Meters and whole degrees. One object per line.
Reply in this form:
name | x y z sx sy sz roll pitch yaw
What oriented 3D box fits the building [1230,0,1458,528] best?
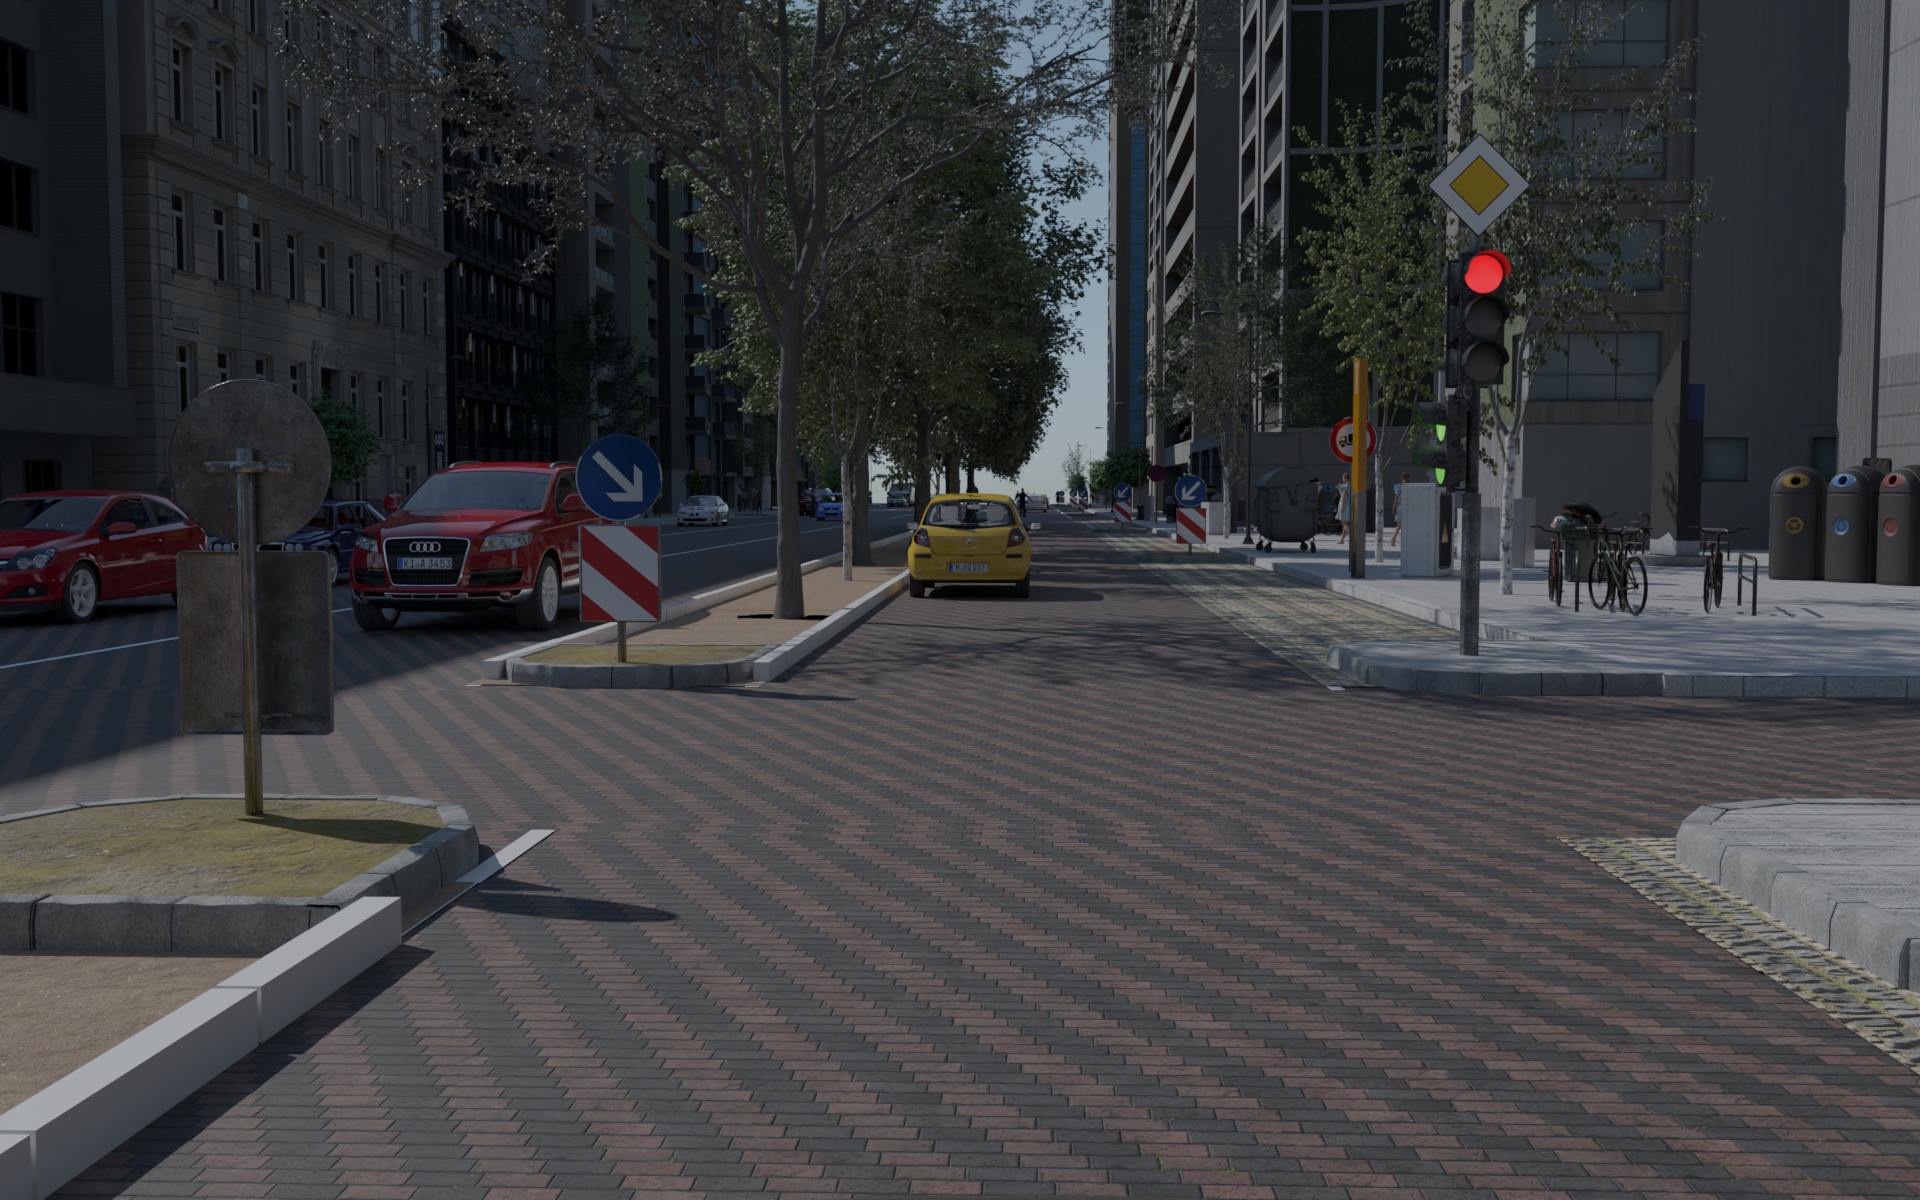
building | 20.744 -38.642 70.045 20.563 71.187 20.611 0 4 2

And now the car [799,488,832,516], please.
car | -9.589 -6.601 116.594 2.281 1.827 5.304 0 4 3

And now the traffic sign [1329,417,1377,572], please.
traffic sign | 6.464 -1.739 28.546 0.768 2.556 0.104 1 4 9

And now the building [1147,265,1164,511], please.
building | 28.291 -17.106 124.720 27.650 21.520 28.899 0 4 2

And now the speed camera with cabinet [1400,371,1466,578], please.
speed camera with cabinet | 7.543 -2.013 27.256 0.660 3.252 2.038 2 4 32

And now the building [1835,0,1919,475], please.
building | 32.159 -29.584 25.698 28.212 58.520 21.231 0 4 2

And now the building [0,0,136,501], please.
building | -29.896 -13.034 32.181 14.314 24.678 30.058 0 4 2

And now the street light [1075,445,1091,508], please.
street light | 11.847 -11.751 164.673 1.470 5.913 1.316 0 4 2

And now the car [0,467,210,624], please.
car | -10.561 -0.699 20.476 2.155 1.783 4.494 0 4 1

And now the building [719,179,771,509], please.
building | -24.977 -23.414 154.518 14.160 30.474 14.107 0 4 2

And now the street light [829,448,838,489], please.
street light | -12.628 -12.328 174.104 1.470 5.913 1.316 0 4 2

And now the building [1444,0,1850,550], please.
building | 20.307 -22.132 45.457 14.154 41.232 14.086 0 4 2

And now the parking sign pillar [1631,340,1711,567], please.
parking sign pillar | 12.865 -2.606 31.088 1.447 3.967 1.447 0 4 2

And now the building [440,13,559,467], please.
building | -27.079 -15.356 80.751 12.332 23.373 15.834 0 4 2

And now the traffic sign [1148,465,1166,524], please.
traffic sign | 8.495 -4.572 74.861 0.768 2.556 0.104 1 4 10

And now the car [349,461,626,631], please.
car | -5.230 -0.685 19.876 2.281 1.827 5.304 0 4 3

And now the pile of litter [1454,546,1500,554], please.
pile of litter | 11.108 -1.423 37.234 1.176 0.858 1.719 -2 4 -35

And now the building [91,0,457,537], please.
building | -27.470 -16.061 59.857 12.463 27.353 25.104 0 4 2

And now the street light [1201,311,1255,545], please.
street light | 6.812 -4.372 44.030 1.470 5.913 1.316 0 4 2

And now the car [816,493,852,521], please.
car | -6.811 -5.152 93.832 1.945 1.707 3.694 0 4 1

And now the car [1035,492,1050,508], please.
car | 8.161 -10.176 176.167 2.009 1.686 4.222 0 4 2

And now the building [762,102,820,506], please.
building | -27.411 -32.788 190.711 22.147 44.769 28.867 0 4 2

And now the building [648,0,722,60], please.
building | -29.495 -29.247 132.805 22.147 44.769 28.867 0 4 2

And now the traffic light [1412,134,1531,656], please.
traffic light | 4.038 -1.515 13.689 0.839 4.253 0.868 0 4 2

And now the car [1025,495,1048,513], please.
car | 5.778 -7.432 133.878 2.083 1.381 4.827 0 4 2

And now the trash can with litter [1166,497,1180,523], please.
trash can with litter | 9.483 -4.036 77.380 0.624 1.170 1.055 1 4 9

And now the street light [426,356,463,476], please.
street light | -17.410 -5.255 58.459 1.470 5.913 1.316 0 4 2

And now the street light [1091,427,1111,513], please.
street light | 10.021 -9.012 119.893 1.470 5.913 1.316 0 4 2

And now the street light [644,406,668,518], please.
street light | -16.033 -7.247 91.029 1.470 5.913 1.316 0 4 2

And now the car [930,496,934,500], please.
car | -1.370 -5.240 98.260 1.945 1.354 3.894 0 4 4

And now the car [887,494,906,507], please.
car | -6.979 -10.965 191.079 2.131 1.459 4.920 0 4 4

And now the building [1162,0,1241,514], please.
building | 23.142 -29.030 98.342 21.300 48.544 21.600 0 4 2

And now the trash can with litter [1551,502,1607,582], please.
trash can with litter | 9.182 -0.856 25.389 1.055 1.170 0.624 -3 5 -43

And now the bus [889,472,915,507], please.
bus | -6.422 -12.761 200.195 2.896 3.916 12.252 0 4 4

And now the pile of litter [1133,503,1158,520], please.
pile of litter | 9.125 -4.365 85.325 1.176 0.858 1.719 0 4 -5

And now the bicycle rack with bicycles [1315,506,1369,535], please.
bicycle rack with bicycles | 11.325 -2.498 54.221 2.925 0.926 2.852 1 4 16

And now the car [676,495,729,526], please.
car | -11.649 -4.054 78.644 2.083 1.381 4.827 0 4 1

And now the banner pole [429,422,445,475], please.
banner pole | -18.274 -4.308 60.450 0.401 3.779 0.863 2 4 32

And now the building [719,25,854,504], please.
building | -24.797 -41.388 218.694 21.231 58.520 28.212 0 4 2

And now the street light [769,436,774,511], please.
street light | -14.162 -9.933 134.948 1.470 5.913 1.316 0 4 2

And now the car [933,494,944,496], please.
car | -1.442 -7.607 133.162 1.959 1.807 4.718 0 4 3

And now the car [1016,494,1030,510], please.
car | 5.863 -8.699 154.231 2.014 1.417 4.499 0 4 3

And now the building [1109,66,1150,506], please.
building | 22.923 -32.510 181.649 14.600 45.320 14.200 0 4 2

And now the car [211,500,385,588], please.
car | -10.429 -0.925 27.700 1.945 1.354 3.894 0 4 2

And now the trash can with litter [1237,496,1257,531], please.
trash can with litter | 9.514 -3.061 61.099 2.233 1.210 1.678 1 4 21

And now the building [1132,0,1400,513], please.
building | 25.062 -43.482 149.184 20.563 71.187 20.611 0 4 2

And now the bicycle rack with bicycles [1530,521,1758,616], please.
bicycle rack with bicycles | 7.661 -0.359 19.255 2.852 0.926 2.925 1 4 21

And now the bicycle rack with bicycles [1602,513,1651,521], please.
bicycle rack with bicycles | 13.594 -1.241 33.674 2.852 0.926 2.925 0 4 -7

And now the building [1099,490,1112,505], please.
building | 33.746 -31.966 214.523 32.217 40.220 23.993 0 4 2

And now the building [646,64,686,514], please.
building | -26.044 -20.763 111.175 14.160 30.474 14.107 0 4 2

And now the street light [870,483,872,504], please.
street light | -10.639 -15.014 218.018 1.470 5.913 1.316 0 4 2

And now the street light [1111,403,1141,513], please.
street light | 8.616 -7.067 88.081 1.470 5.913 1.316 0 4 2

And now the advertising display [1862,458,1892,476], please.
advertising display | 16.346 -1.572 30.912 0.974 1.923 0.123 -3 5 -40

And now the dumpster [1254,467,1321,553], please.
dumpster | 7.229 -1.986 38.234 1.264 1.857 1.865 0 4 2

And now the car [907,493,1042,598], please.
car | 0.195 -0.929 25.411 2.015 1.641 3.980 0 4 2

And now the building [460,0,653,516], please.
building | -25.848 -25.270 96.756 14.154 41.232 14.086 0 4 2

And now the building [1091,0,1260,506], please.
building | 28.616 -48.796 236.072 20.563 71.187 20.611 0 4 2
